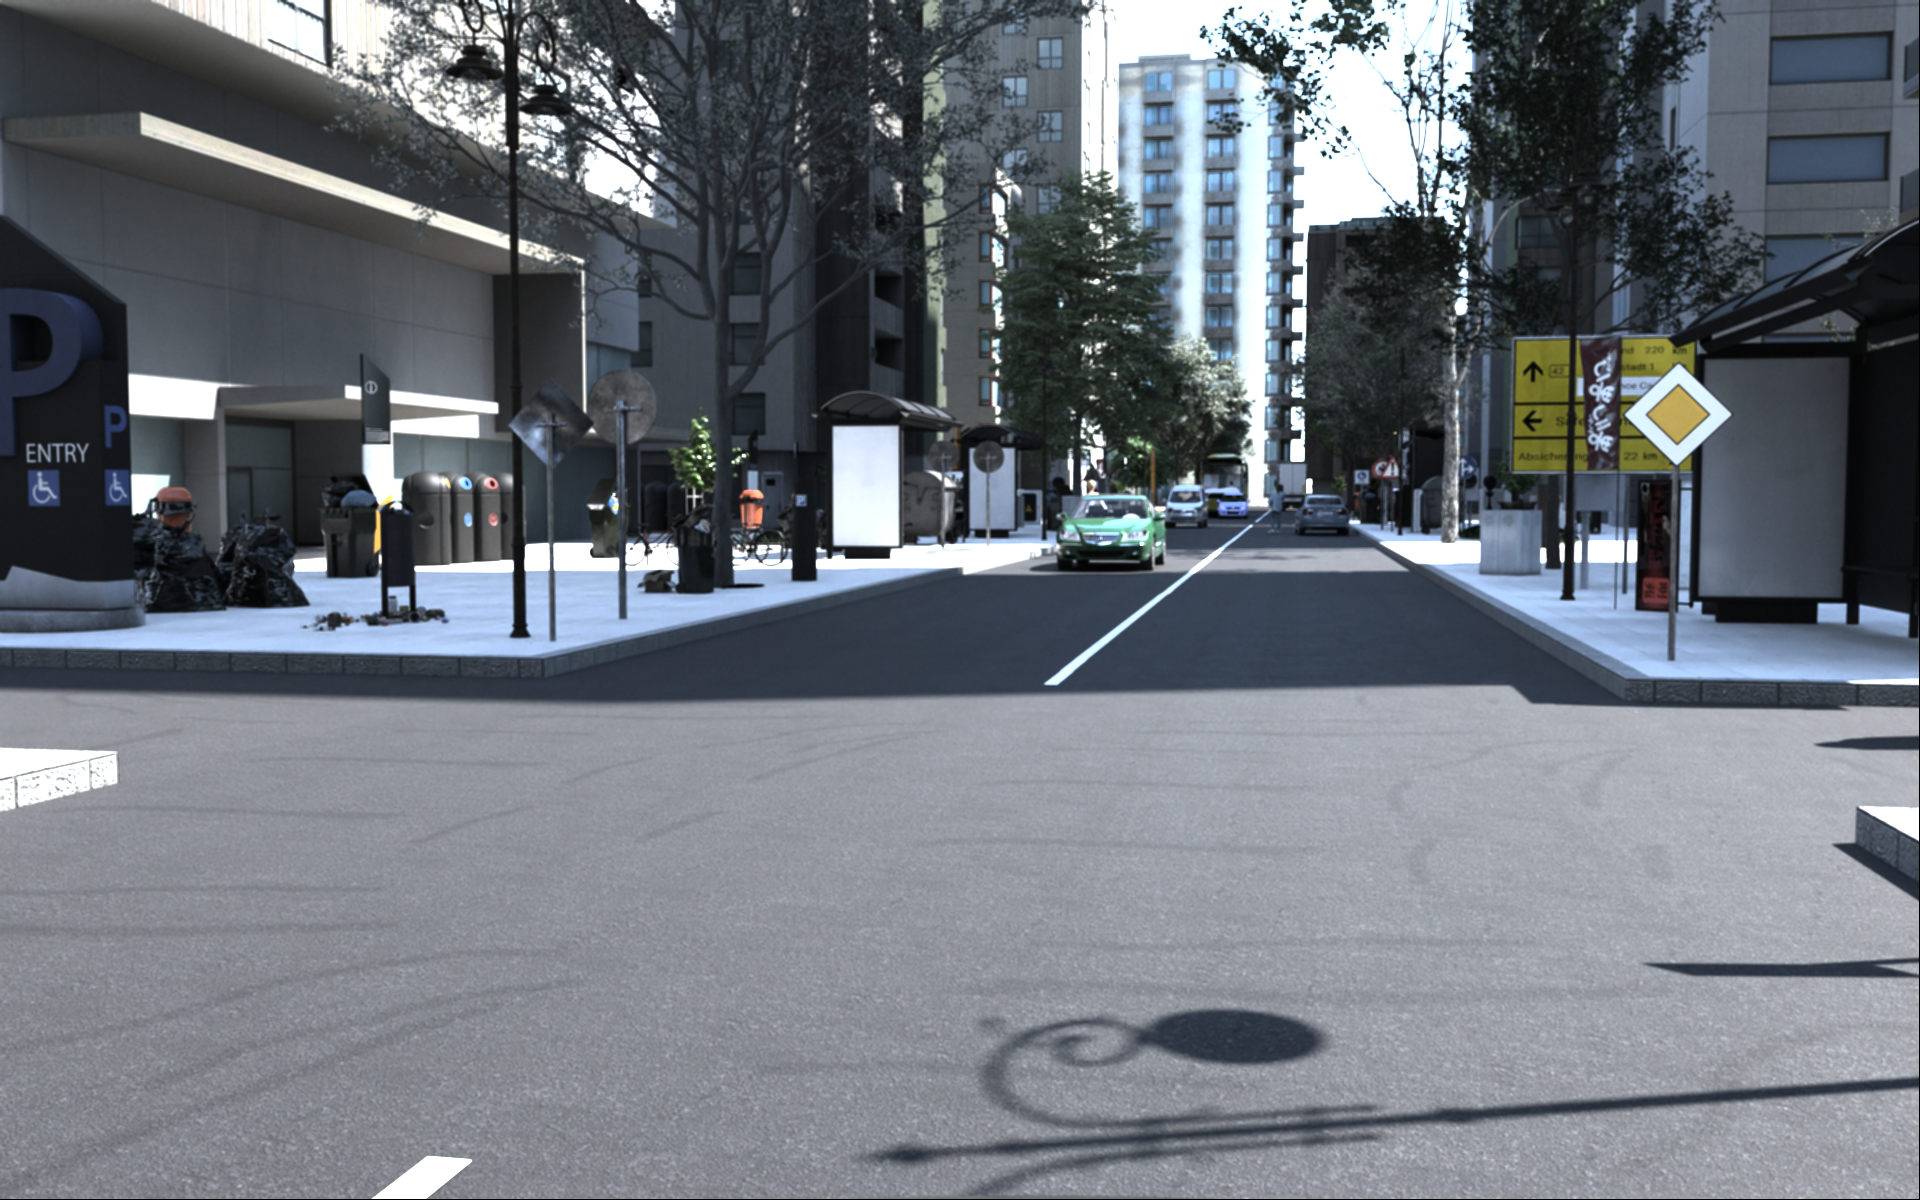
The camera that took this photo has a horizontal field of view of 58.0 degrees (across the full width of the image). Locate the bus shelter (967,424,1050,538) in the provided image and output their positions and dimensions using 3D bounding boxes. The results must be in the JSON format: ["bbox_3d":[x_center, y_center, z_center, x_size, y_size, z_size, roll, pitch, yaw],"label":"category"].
[{"bbox_3d":[1.357,-3.599,52.774,2.014,3.302,5.546,1,4,11],"label":"bus shelter"}]

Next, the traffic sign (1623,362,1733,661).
[{"bbox_3d":[5.481,-0.590,13.290,0.795,2.450,0.064,1,4,11],"label":"traffic sign"}]

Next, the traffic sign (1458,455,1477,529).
[{"bbox_3d":[16.664,-3.494,57.234,0.768,2.556,0.104,1,4,18],"label":"traffic sign"}]

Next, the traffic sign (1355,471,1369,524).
[{"bbox_3d":[17.169,-4.398,74.043,0.606,2.300,0.079,1,4,15],"label":"traffic sign"}]

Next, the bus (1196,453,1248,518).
[{"bbox_3d":[16.614,-7.154,108.518,2.896,3.916,12.252,1,4,11],"label":"bus"}]

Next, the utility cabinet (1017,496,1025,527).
[{"bbox_3d":[2.078,-3.456,67.665,0.306,1.237,1.020,-3,5,-41],"label":"utility cabinet"}]

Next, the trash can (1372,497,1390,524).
[{"bbox_3d":[17.913,-3.796,73.710,0.748,1.137,0.748,0,3,0],"label":"trash can"}]

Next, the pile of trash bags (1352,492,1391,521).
[{"bbox_3d":[19.949,-4.486,83.098,1.912,1.369,3.447,-2,4,-23],"label":"pile of trash bags"}]

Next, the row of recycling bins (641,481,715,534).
[{"bbox_3d":[-9.368,-2.994,56.072,3.534,1.692,1.069,1,4,22],"label":"row of recycling bins"}]

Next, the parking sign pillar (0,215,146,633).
[{"bbox_3d":[-8.643,-1.718,16.565,1.447,3.967,1.447,1,4,12],"label":"parking sign pillar"}]

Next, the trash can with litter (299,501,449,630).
[{"bbox_3d":[-5.933,-0.383,17.314,1.678,1.210,2.233,1,4,15],"label":"trash can with litter"}]

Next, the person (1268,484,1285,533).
[{"bbox_3d":[11.700,-3.382,64.054,0.793,1.790,0.793,-3,5,-41],"label":"person"}]

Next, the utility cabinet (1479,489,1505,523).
[{"bbox_3d":[23.314,-4.113,75.924,1.173,1.500,0.318,-2,4,-25],"label":"utility cabinet"}]

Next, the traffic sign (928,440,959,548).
[{"bbox_3d":[-0.401,-2.506,41.080,0.768,2.556,0.104,1,4,12],"label":"traffic sign"}]

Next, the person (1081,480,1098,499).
[{"bbox_3d":[3.046,-1.778,38.240,0.731,1.740,0.598,-1,4,-16],"label":"person"}]

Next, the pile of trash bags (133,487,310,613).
[{"bbox_3d":[-8.999,-0.650,20.387,1.912,1.369,3.447,-2,4,-35],"label":"pile of trash bags"}]

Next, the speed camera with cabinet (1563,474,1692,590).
[{"bbox_3d":[9.251,-1.774,23.337,2.038,3.252,0.660,0,4,5],"label":"speed camera with cabinet"}]

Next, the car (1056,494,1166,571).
[{"bbox_3d":[3.027,-1.361,34.056,2.131,1.459,4.920,1,4,11],"label":"car"}]

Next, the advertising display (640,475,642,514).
[{"bbox_3d":[-10.565,-3.030,54.755,0.974,1.923,0.123,-1,4,-9],"label":"advertising display"}]

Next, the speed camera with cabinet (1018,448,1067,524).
[{"bbox_3d":[3.495,-4.825,73.220,2.038,3.252,0.660,0,4,7],"label":"speed camera with cabinet"}]

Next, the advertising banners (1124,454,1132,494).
[{"bbox_3d":[7.145,-4.765,74.094,0.090,3.025,2.074,1,4,10],"label":"advertising banners"}]

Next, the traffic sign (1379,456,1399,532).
[{"bbox_3d":[14.561,-3.566,58.316,0.884,2.594,0.081,1,4,20],"label":"traffic sign"}]

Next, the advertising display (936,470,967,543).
[{"bbox_3d":[-0.239,-2.499,46.080,0.974,1.923,0.123,3,4,37],"label":"advertising display"}]

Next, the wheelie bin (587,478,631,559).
[{"bbox_3d":[-7.017,-1.634,34.631,0.693,1.594,0.980,-3,5,-45],"label":"wheelie bin"}]

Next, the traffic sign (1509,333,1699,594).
[{"bbox_3d":[8.231,-1.734,22.227,2.265,3.308,0.079,1,4,12],"label":"traffic sign"}]

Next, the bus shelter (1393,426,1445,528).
[{"bbox_3d":[16.655,-4.350,62.404,1.731,3.624,6.357,1,4,11],"label":"bus shelter"}]

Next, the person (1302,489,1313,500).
[{"bbox_3d":[27.727,-7.882,137.377,1.348,1.824,0.705,2,4,30],"label":"person"}]

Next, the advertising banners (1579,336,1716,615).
[{"bbox_3d":[7.626,-1.384,18.809,0.090,3.025,2.074,-3,4,-38],"label":"advertising banners"}]

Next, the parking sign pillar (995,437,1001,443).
[{"bbox_3d":[1.050,-5.090,71.686,1.447,3.967,1.447,-2,4,-30],"label":"parking sign pillar"}]

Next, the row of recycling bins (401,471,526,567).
[{"bbox_3d":[-9.247,-1.539,32.278,1.069,1.692,3.534,1,4,15],"label":"row of recycling bins"}]

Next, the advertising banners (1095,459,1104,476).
[{"bbox_3d":[7.527,-5.435,85.046,2.074,3.025,0.090,3,4,36],"label":"advertising banners"}]

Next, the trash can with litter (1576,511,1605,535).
[{"bbox_3d":[19.664,-2.728,55.667,2.233,1.210,1.678,1,4,12],"label":"trash can with litter"}]

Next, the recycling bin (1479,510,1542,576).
[{"bbox_3d":[8.797,-0.925,27.676,0.722,1.027,0.722,-3,5,-42],"label":"recycling bin"}]

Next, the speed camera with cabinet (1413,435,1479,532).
[{"bbox_3d":[16.278,-3.893,57.991,2.038,3.252,0.660,0,4,4],"label":"speed camera with cabinet"}]

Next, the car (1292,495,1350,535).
[{"bbox_3d":[12.817,-3.020,61.386,2.014,1.417,4.499,1,4,9],"label":"car"}]

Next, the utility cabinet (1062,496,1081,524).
[{"bbox_3d":[3.760,-2.881,58.263,0.306,1.237,1.020,2,4,27],"label":"utility cabinet"}]

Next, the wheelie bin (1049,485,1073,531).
[{"bbox_3d":[3.484,-3.172,59.775,0.980,1.594,0.693,-3,4,-36],"label":"wheelie bin"}]

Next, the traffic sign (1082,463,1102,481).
[{"bbox_3d":[5.547,-4.450,72.760,0.884,2.594,0.081,1,4,19],"label":"traffic sign"}]

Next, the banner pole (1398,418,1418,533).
[{"bbox_3d":[14.813,-4.116,57.308,0.863,3.779,0.401,-2,4,-27],"label":"banner pole"}]

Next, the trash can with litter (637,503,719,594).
[{"bbox_3d":[-3.662,-0.675,22.424,1.055,1.170,0.624,1,4,11],"label":"trash can with litter"}]

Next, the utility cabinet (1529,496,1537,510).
[{"bbox_3d":[19.724,-2.902,58.609,1.020,1.237,0.306,-2,4,-29],"label":"utility cabinet"}]

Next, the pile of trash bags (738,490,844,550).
[{"bbox_3d":[-3.799,-1.924,41.213,3.447,1.369,1.912,2,4,27],"label":"pile of trash bags"}]

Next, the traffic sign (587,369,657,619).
[{"bbox_3d":[-3.467,-1.078,17.736,0.768,2.556,0.104,1,4,12],"label":"traffic sign"}]

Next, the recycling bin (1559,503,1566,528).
[{"bbox_3d":[17.478,-2.343,50.863,0.722,1.027,0.722,0,4,-7],"label":"recycling bin"}]

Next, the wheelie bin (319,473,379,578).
[{"bbox_3d":[-9.386,-1.146,26.648,0.980,1.594,0.693,1,4,19],"label":"wheelie bin"}]

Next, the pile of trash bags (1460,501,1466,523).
[{"bbox_3d":[21.768,-4.155,77.692,1.912,1.369,3.447,0,4,-3],"label":"pile of trash bags"}]

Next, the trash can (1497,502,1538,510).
[{"bbox_3d":[10.424,-1.270,32.412,0.748,1.137,0.748,0,3,0],"label":"trash can"}]

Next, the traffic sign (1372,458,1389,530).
[{"bbox_3d":[15.088,-3.775,61.827,0.768,2.556,0.104,1,4,12],"label":"traffic sign"}]

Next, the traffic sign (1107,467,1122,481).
[{"bbox_3d":[7.189,-4.948,81.009,0.768,2.556,0.104,1,4,17],"label":"traffic sign"}]

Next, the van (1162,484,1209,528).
[{"bbox_3d":[9.753,-4.130,74.535,2.013,2.044,4.112,1,4,12],"label":"van"}]

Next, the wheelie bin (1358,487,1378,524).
[{"bbox_3d":[17.711,-4.113,75.152,0.693,1.594,0.980,-2,4,-24],"label":"wheelie bin"}]

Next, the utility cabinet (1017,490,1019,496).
[{"bbox_3d":[2.742,-4.842,87.840,1.173,1.500,0.318,3,4,37],"label":"utility cabinet"}]

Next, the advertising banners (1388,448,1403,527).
[{"bbox_3d":[17.022,-4.343,67.197,0.090,3.025,2.074,3,4,38],"label":"advertising banners"}]

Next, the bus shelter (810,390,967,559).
[{"bbox_3d":[-1.413,-2.605,36.513,2.014,3.302,5.546,1,4,11],"label":"bus shelter"}]

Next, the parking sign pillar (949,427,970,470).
[{"bbox_3d":[-0.210,-4.981,69.908,1.447,3.967,1.447,1,4,13],"label":"parking sign pillar"}]

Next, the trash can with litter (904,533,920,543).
[{"bbox_3d":[-1.570,-2.077,45.352,1.055,1.170,0.624,1,4,9],"label":"trash can with litter"}]

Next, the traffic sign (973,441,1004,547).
[{"bbox_3d":[0.678,-2.538,41.603,0.768,2.556,0.104,1,4,16],"label":"traffic sign"}]

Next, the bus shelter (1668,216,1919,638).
[{"bbox_3d":[7.626,-1.269,14.676,2.014,3.302,5.546,1,4,11],"label":"bus shelter"}]

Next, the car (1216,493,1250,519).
[{"bbox_3d":[15.856,-5.558,100.457,1.945,1.707,3.694,1,4,9],"label":"car"}]
